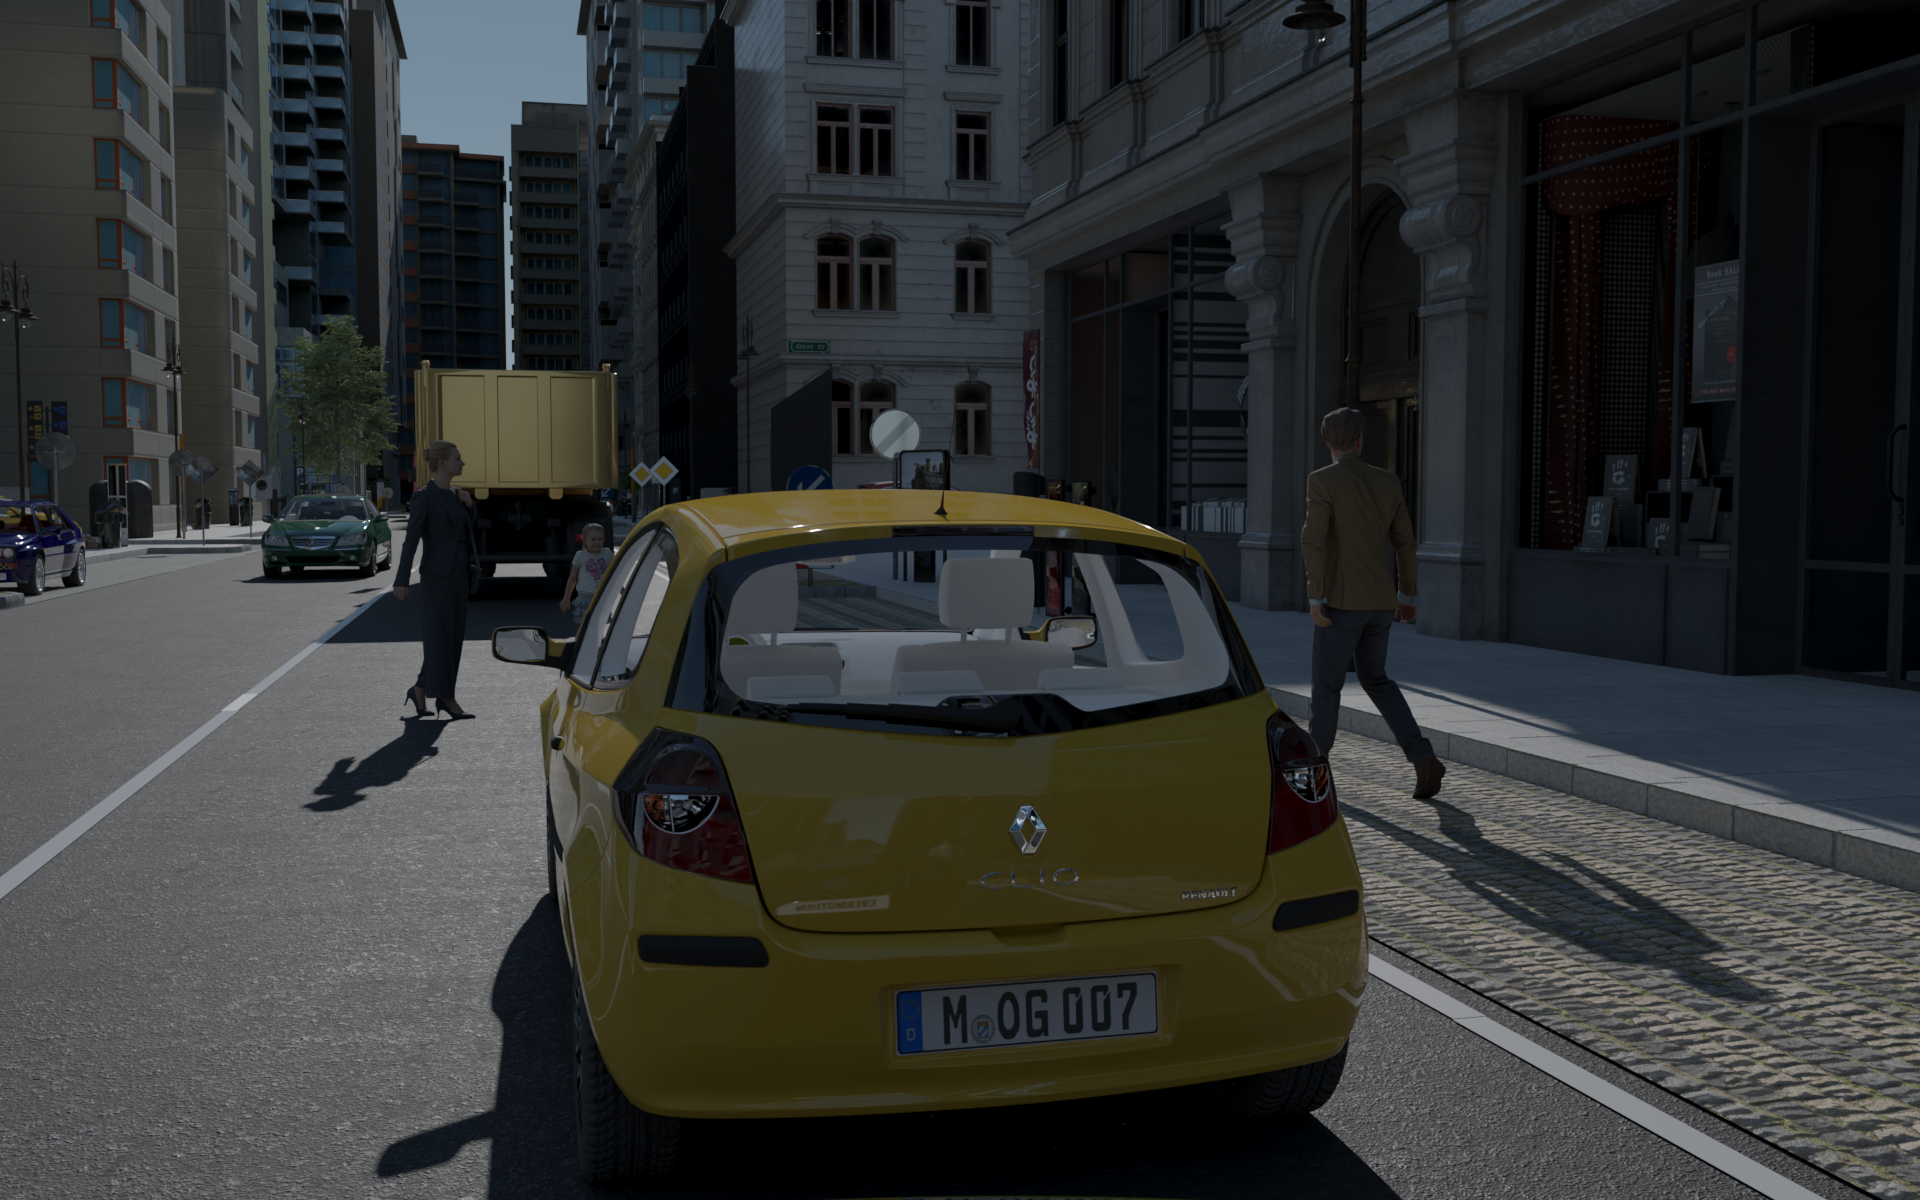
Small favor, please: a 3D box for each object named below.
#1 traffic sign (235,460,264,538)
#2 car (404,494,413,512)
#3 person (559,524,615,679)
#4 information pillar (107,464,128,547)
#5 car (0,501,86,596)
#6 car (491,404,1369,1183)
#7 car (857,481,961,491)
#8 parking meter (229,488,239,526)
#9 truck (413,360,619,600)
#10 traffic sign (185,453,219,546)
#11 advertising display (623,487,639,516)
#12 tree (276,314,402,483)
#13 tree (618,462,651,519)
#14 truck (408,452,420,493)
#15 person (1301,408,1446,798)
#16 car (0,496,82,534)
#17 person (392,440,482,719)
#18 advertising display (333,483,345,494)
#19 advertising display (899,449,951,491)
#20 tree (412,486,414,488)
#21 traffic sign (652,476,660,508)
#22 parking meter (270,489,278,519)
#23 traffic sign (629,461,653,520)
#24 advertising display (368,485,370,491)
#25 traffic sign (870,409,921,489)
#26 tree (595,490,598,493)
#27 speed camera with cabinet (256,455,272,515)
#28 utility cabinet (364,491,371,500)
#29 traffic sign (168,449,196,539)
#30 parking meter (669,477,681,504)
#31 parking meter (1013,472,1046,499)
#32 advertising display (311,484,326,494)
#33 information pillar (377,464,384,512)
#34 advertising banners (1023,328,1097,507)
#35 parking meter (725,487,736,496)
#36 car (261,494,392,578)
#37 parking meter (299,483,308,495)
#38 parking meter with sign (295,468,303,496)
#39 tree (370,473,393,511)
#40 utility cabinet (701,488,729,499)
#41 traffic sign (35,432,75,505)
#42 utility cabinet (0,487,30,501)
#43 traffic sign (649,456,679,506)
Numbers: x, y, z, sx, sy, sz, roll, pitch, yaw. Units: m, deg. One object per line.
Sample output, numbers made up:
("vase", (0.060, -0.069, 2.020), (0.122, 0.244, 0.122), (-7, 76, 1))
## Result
("traffic sign", (-20.659, -2.861, 50.416), (0.795, 2.450, 0.064), (-1, 4, -14))
("car", (-42.993, -7.801, 137.334), (2.009, 1.686, 4.222), (-1, 4, -14))
("person", (-2.751, 0.028, 13.063), (0.505, 1.210, 0.382), (-3, 4, -36))
("information pillar", (-20.450, -2.297, 42.049), (0.304, 2.012, 0.304), (1, 4, 16))
("car", (-14.046, -0.775, 25.251), (1.945, 1.354, 3.894), (-1, 4, -15))
("car", (-0.359, 0.309, 5.176), (2.015, 1.641, 3.980), (-1, 4, -15))
("car", (-0.814, -2.540, 50.208), (5.304, 1.827, 2.281), (-1, 4, -16))
("parking meter", (-29.370, -3.771, 70.062), (0.372, 1.533, 0.369), (0, 3, 0))
("truck", (-6.928, -1.908, 27.115), (3.469, 3.379, 9.791), (-1, 4, -14))
("traffic sign", (-18.661, -2.388, 42.684), (0.795, 2.450, 0.064), (-1, 4, -14))
("advertising display", (-19.647, -6.003, 103.365), (0.974, 1.923, 0.123), (1, 4, 19))
("tree", (-39.266, -11.691, 109.268), (7.486, 12.596, 7.792), (0, 3, 0))
("tree", (-16.987, -5.873, 90.628), (1.663, 3.219, 1.824), (0, 3, 0))
("truck", (-29.686, -6.719, 98.763), (2.839, 4.237, 11.283), (-1, 4, -14))
("person", (1.895, 0.016, 8.146), (0.836, 1.842, 0.656), (2, 4, 31))
("car", (-24.512, -2.062, 43.940), (3.980, 1.641, 2.015), (-1, 4, -15))
("person", (-3.350, -0.130, 11.050), (0.534, 1.772, 0.576), (0, 4, -2))
("advertising display", (-35.485, -5.734, 98.961), (0.974, 1.923, 0.123), (2, 4, 35))
("advertising display", (-0.513, -1.216, 25.095), (0.123, 1.923, 0.974), (-3, 5, -44))
("tree", (-57.336, -11.612, 184.463), (1.663, 3.219, 1.824), (0, 3, 0))
("traffic sign", (-11.948, -4.079, 68.821), (0.606, 2.300, 0.079), (-1, 4, -13))
("parking meter", (-35.848, -5.020, 90.486), (0.372, 1.533, 0.369), (0, 3, 0))
("traffic sign", (-9.766, -3.031, 53.199), (0.795, 2.450, 0.064), (-1, 4, -14))
("advertising display", (-41.505, -7.123, 121.676), (0.123, 1.923, 0.974), (-1, 4, -17))
("traffic sign", (-0.966, -1.579, 25.918), (0.768, 2.556, 0.104), (0, 4, -7))
("tree", (-29.166, -8.713, 137.052), (1.663, 3.219, 1.824), (0, 3, 0))
("speed camera with cabinet", (-36.053, -5.725, 87.935), (2.038, 3.252, 0.660), (0, 4, -3))
("utility cabinet", (-41.079, -6.819, 120.166), (0.318, 1.500, 1.173), (-1, 4, -9))
("traffic sign", (-22.124, -3.010, 49.313), (0.768, 2.556, 0.104), (-1, 4, -9))
("parking meter", (-9.891, -3.327, 60.104), (0.399, 1.863, 0.255), (-1, 4, -13))
("parking meter", (0.789, -0.691, 19.708), (0.372, 1.533, 0.369), (0, 3, 0))
("advertising display", (-42.103, -6.636, 113.716), (0.123, 1.923, 0.974), (3, 4, 37))
("information pillar", (-41.056, -8.032, 122.676), (0.504, 3.616, 0.183), (-3, 5, -44))
("advertising banners", (0.995, -1.326, 17.874), (0.090, 3.025, 2.074), (-1, 4, -17))
("parking meter", (-7.883, -3.118, 59.398), (0.372, 1.533, 0.369), (0, 3, 0))
("car", (-11.377, -1.193, 31.302), (2.131, 1.459, 4.920), (-1, 4, -13))
("parking meter", (-33.741, -5.098, 89.062), (0.255, 1.863, 0.399), (2, 4, 26))
("parking meter with sign", (-43.288, -7.182, 113.681), (0.543, 3.016, 1.738), (-1, 4, -21))
("tree", (-45.277, -8.621, 135.553), (1.663, 3.219, 1.824), (0, 3, 0))
("utility cabinet", (-8.938, -3.326, 63.052), (1.173, 1.500, 0.318), (3, 4, 39))
("traffic sign", (-18.601, -2.173, 35.634), (0.768, 2.556, 0.104), (-1, 4, -13))
("utility cabinet", (-29.752, -2.784, 54.197), (1.173, 1.500, 0.318), (0, 4, 1))
("traffic sign", (-7.768, -2.558, 45.467), (0.795, 2.450, 0.064), (-1, 4, -14))
